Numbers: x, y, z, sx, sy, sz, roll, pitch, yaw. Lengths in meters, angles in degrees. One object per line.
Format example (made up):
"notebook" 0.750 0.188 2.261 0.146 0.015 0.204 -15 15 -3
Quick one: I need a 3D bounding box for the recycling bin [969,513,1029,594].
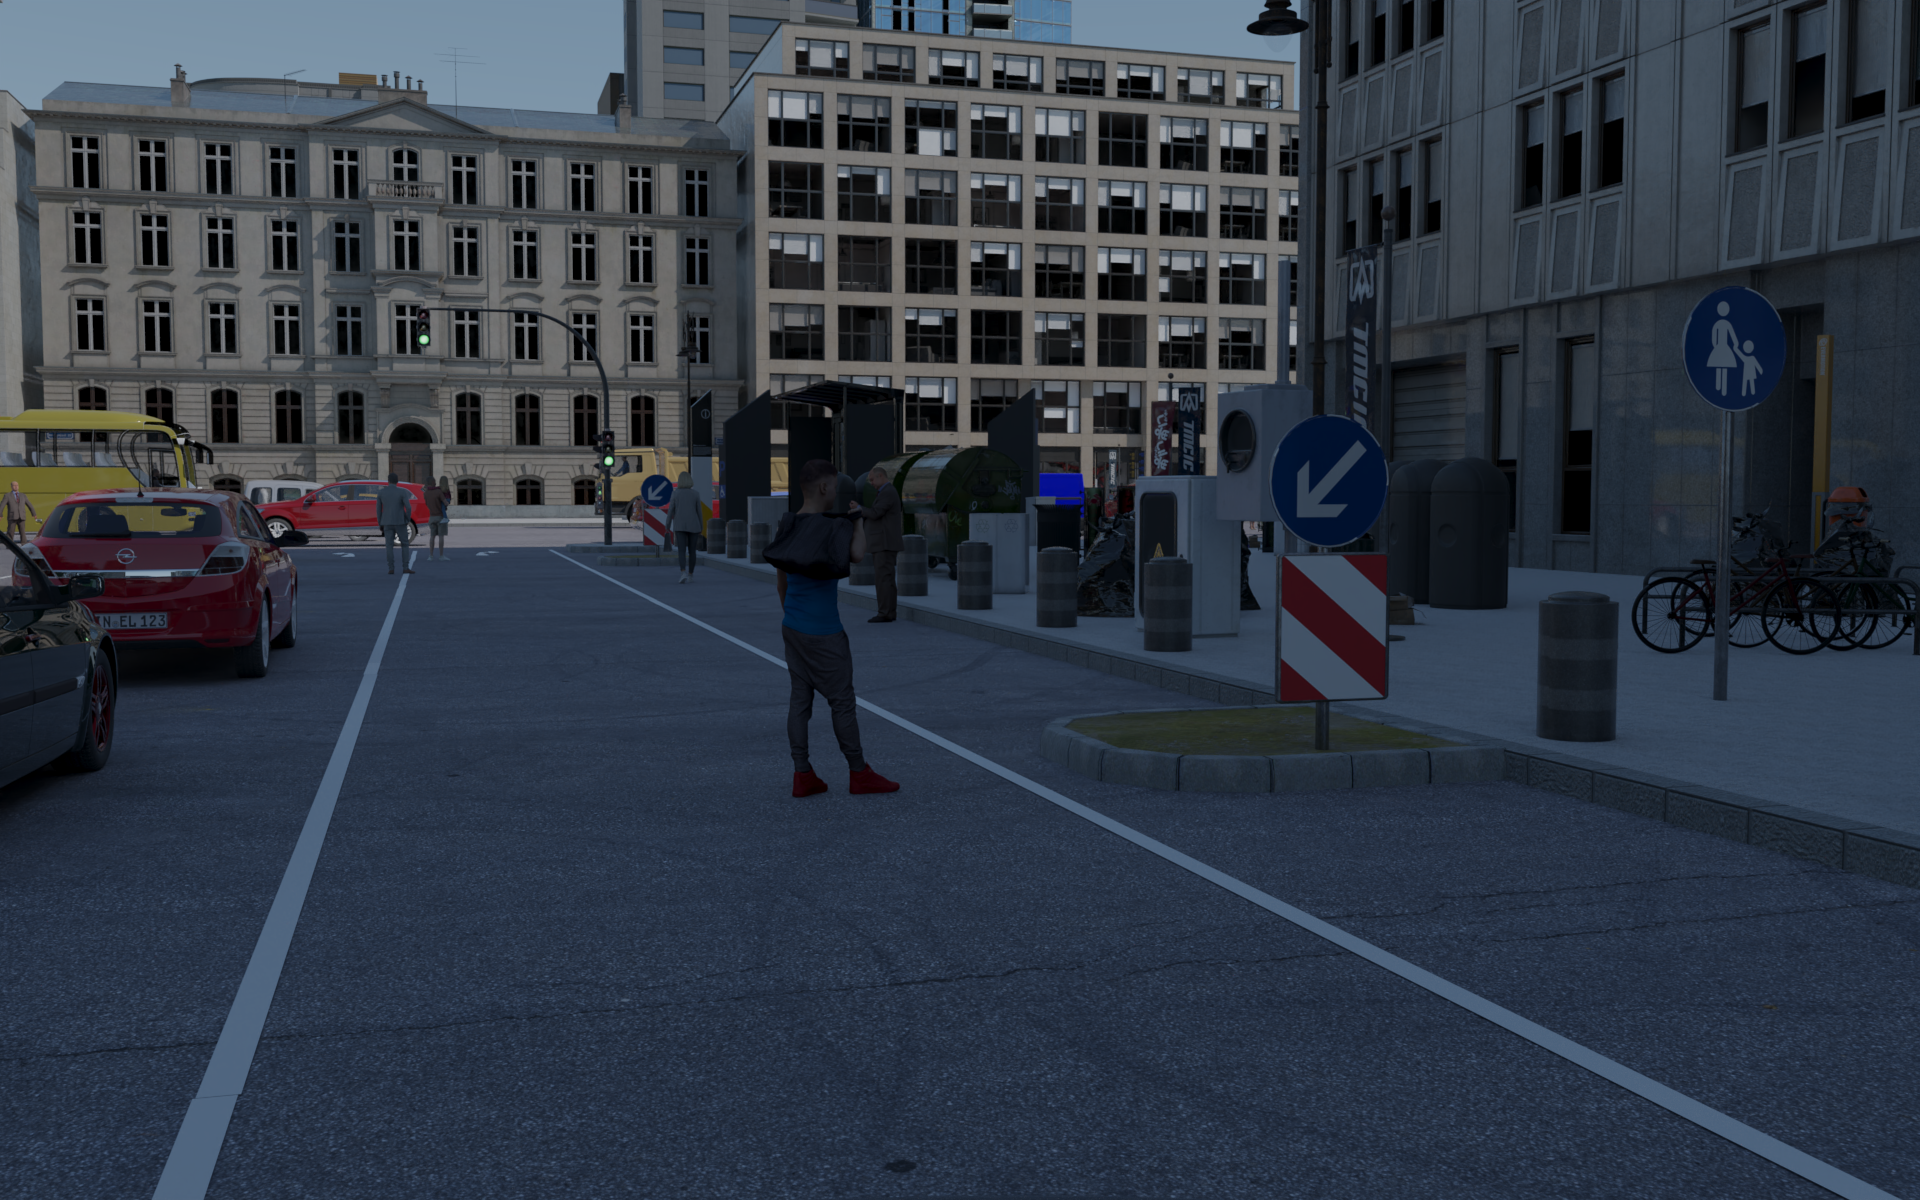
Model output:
"recycling bin" 0.516 -0.608 22.501 0.722 1.027 0.722 0 4 7

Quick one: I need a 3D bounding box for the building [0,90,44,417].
"building" -53.948 -13.959 82.987 16.860 20.320 10.420 -1 4 -17

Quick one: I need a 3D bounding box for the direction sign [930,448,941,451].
"direction sign" -1.225 -5.739 85.824 0.379 3.537 0.876 -3 5 -41

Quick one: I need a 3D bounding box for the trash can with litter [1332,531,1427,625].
"trash can with litter" 4.077 -0.356 17.207 1.055 1.170 0.624 1 4 9

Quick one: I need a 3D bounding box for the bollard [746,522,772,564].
"bollard" -3.687 -1.061 32.072 0.404 0.777 0.398 0 3 0

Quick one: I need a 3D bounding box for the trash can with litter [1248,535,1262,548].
"trash can with litter" 6.713 -1.836 41.404 1.055 1.170 0.624 -1 4 -9

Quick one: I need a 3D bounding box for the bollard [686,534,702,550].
"bollard" -6.001 -1.530 39.733 0.404 0.777 0.398 0 3 0

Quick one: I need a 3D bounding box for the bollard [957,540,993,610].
"bollard" 0.168 -0.282 19.321 0.404 0.777 0.398 0 3 0

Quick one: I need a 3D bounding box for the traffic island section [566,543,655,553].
"traffic island section" -8.839 -1.303 43.592 2.009 0.180 2.903 -1 4 -17

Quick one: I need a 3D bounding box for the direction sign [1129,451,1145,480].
"direction sign" 9.228 -6.022 90.463 0.876 3.537 0.379 2 4 31

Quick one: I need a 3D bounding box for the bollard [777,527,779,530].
"bollard" -2.916 -0.905 29.520 0.404 0.777 0.398 0 3 0

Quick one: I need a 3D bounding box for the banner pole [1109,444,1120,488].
"banner pole" 7.709 -5.870 85.999 0.863 3.779 0.401 -2 4 -31

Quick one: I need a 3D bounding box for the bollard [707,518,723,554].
"bollard" -5.231 -1.374 37.186 0.404 0.777 0.398 0 3 0

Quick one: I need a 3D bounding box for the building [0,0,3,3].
"building" -103.482 -34.586 154.714 27.495 52.752 28.713 -1 4 -17

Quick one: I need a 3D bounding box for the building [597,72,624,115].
"building" -30.382 -32.585 182.872 14.600 45.320 14.200 -1 4 -17

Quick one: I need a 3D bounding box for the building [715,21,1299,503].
"building" 2.773 -18.373 104.918 34.151 26.468 19.350 -1 4 -17

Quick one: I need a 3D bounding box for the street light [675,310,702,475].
"street light" -6.832 -4.337 43.706 0.468 5.910 1.993 -1 4 -17

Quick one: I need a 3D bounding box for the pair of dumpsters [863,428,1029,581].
"pair of dumpsters" -0.269 -1.538 27.645 1.574 2.255 4.437 -1 4 -17

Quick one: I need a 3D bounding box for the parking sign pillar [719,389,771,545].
"parking sign pillar" -5.512 -3.420 44.392 1.447 3.967 1.447 -2 4 -34

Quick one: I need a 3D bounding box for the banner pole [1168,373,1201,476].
"banner pole" 4.565 -2.798 35.757 0.863 3.779 0.401 1 4 20

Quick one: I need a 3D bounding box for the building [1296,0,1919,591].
"building" 15.797 -12.886 28.709 12.078 24.808 19.932 -1 4 -17

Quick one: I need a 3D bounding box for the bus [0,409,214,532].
"bus" -28.537 -3.606 50.506 12.252 3.916 2.896 -1 4 -18

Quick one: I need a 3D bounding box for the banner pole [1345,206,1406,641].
"banner pole" 3.640 -1.551 15.371 0.401 3.779 0.863 -1 4 -21

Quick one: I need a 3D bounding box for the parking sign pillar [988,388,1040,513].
"parking sign pillar" 1.378 -3.426 44.486 1.447 3.967 1.447 2 4 27

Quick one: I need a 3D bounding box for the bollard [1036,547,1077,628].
"bollard" 0.939 -0.126 16.774 0.404 0.777 0.398 0 3 0

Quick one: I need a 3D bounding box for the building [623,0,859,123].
"building" -20.826 -37.996 163.238 21.231 58.520 28.212 -1 4 -17

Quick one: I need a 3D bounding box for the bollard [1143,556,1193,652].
"bollard" 1.709 0.030 14.226 0.404 0.777 0.398 0 3 0

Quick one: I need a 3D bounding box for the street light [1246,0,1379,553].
"street light" 2.610 -2.432 12.549 0.468 5.910 1.993 -1 4 -17

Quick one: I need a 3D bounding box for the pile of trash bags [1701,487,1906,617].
"pile of trash bags" 9.680 -0.600 19.558 1.912 1.369 3.447 3 4 38

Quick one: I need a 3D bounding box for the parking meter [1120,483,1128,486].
"parking meter" 8.561 -5.166 90.174 0.399 1.863 0.255 -1 4 -19

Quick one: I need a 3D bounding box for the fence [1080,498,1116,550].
"fence" 3.083 -1.666 38.448 0.480 1.192 2.264 -1 4 -19

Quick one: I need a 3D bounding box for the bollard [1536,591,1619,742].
"bollard" 3.253 0.342 9.124 0.404 0.777 0.398 0 3 0

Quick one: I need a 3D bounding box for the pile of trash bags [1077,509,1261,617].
"pile of trash bags" 2.475 -0.591 19.414 1.912 1.369 3.447 1 4 22

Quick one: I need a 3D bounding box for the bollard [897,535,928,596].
"bollard" -0.601 -0.438 21.876 0.404 0.777 0.398 0 3 0

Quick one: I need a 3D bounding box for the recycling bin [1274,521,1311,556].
"recycling bin" 6.964 -1.424 35.837 0.722 1.027 0.722 2 4 35

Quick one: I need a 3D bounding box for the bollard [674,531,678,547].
"bollard" -6.781 -1.687 42.295 0.404 0.777 0.398 0 3 0

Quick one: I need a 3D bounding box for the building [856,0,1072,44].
"building" -1.590 -53.424 186.158 31.000 86.520 22.319 -1 4 -17

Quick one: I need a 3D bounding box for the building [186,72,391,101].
"building" -93.587 -42.875 243.001 28.212 58.520 21.231 -1 4 -17

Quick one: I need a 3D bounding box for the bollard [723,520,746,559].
"bollard" -4.462 -1.218 34.636 0.404 0.777 0.398 0 3 0

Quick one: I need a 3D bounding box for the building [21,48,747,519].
"building" -29.575 -16.753 92.993 34.723 24.649 14.460 -1 4 -17

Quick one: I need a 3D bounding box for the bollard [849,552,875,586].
"bollard" -1.372 -0.594 24.424 0.404 0.777 0.398 0 3 0
